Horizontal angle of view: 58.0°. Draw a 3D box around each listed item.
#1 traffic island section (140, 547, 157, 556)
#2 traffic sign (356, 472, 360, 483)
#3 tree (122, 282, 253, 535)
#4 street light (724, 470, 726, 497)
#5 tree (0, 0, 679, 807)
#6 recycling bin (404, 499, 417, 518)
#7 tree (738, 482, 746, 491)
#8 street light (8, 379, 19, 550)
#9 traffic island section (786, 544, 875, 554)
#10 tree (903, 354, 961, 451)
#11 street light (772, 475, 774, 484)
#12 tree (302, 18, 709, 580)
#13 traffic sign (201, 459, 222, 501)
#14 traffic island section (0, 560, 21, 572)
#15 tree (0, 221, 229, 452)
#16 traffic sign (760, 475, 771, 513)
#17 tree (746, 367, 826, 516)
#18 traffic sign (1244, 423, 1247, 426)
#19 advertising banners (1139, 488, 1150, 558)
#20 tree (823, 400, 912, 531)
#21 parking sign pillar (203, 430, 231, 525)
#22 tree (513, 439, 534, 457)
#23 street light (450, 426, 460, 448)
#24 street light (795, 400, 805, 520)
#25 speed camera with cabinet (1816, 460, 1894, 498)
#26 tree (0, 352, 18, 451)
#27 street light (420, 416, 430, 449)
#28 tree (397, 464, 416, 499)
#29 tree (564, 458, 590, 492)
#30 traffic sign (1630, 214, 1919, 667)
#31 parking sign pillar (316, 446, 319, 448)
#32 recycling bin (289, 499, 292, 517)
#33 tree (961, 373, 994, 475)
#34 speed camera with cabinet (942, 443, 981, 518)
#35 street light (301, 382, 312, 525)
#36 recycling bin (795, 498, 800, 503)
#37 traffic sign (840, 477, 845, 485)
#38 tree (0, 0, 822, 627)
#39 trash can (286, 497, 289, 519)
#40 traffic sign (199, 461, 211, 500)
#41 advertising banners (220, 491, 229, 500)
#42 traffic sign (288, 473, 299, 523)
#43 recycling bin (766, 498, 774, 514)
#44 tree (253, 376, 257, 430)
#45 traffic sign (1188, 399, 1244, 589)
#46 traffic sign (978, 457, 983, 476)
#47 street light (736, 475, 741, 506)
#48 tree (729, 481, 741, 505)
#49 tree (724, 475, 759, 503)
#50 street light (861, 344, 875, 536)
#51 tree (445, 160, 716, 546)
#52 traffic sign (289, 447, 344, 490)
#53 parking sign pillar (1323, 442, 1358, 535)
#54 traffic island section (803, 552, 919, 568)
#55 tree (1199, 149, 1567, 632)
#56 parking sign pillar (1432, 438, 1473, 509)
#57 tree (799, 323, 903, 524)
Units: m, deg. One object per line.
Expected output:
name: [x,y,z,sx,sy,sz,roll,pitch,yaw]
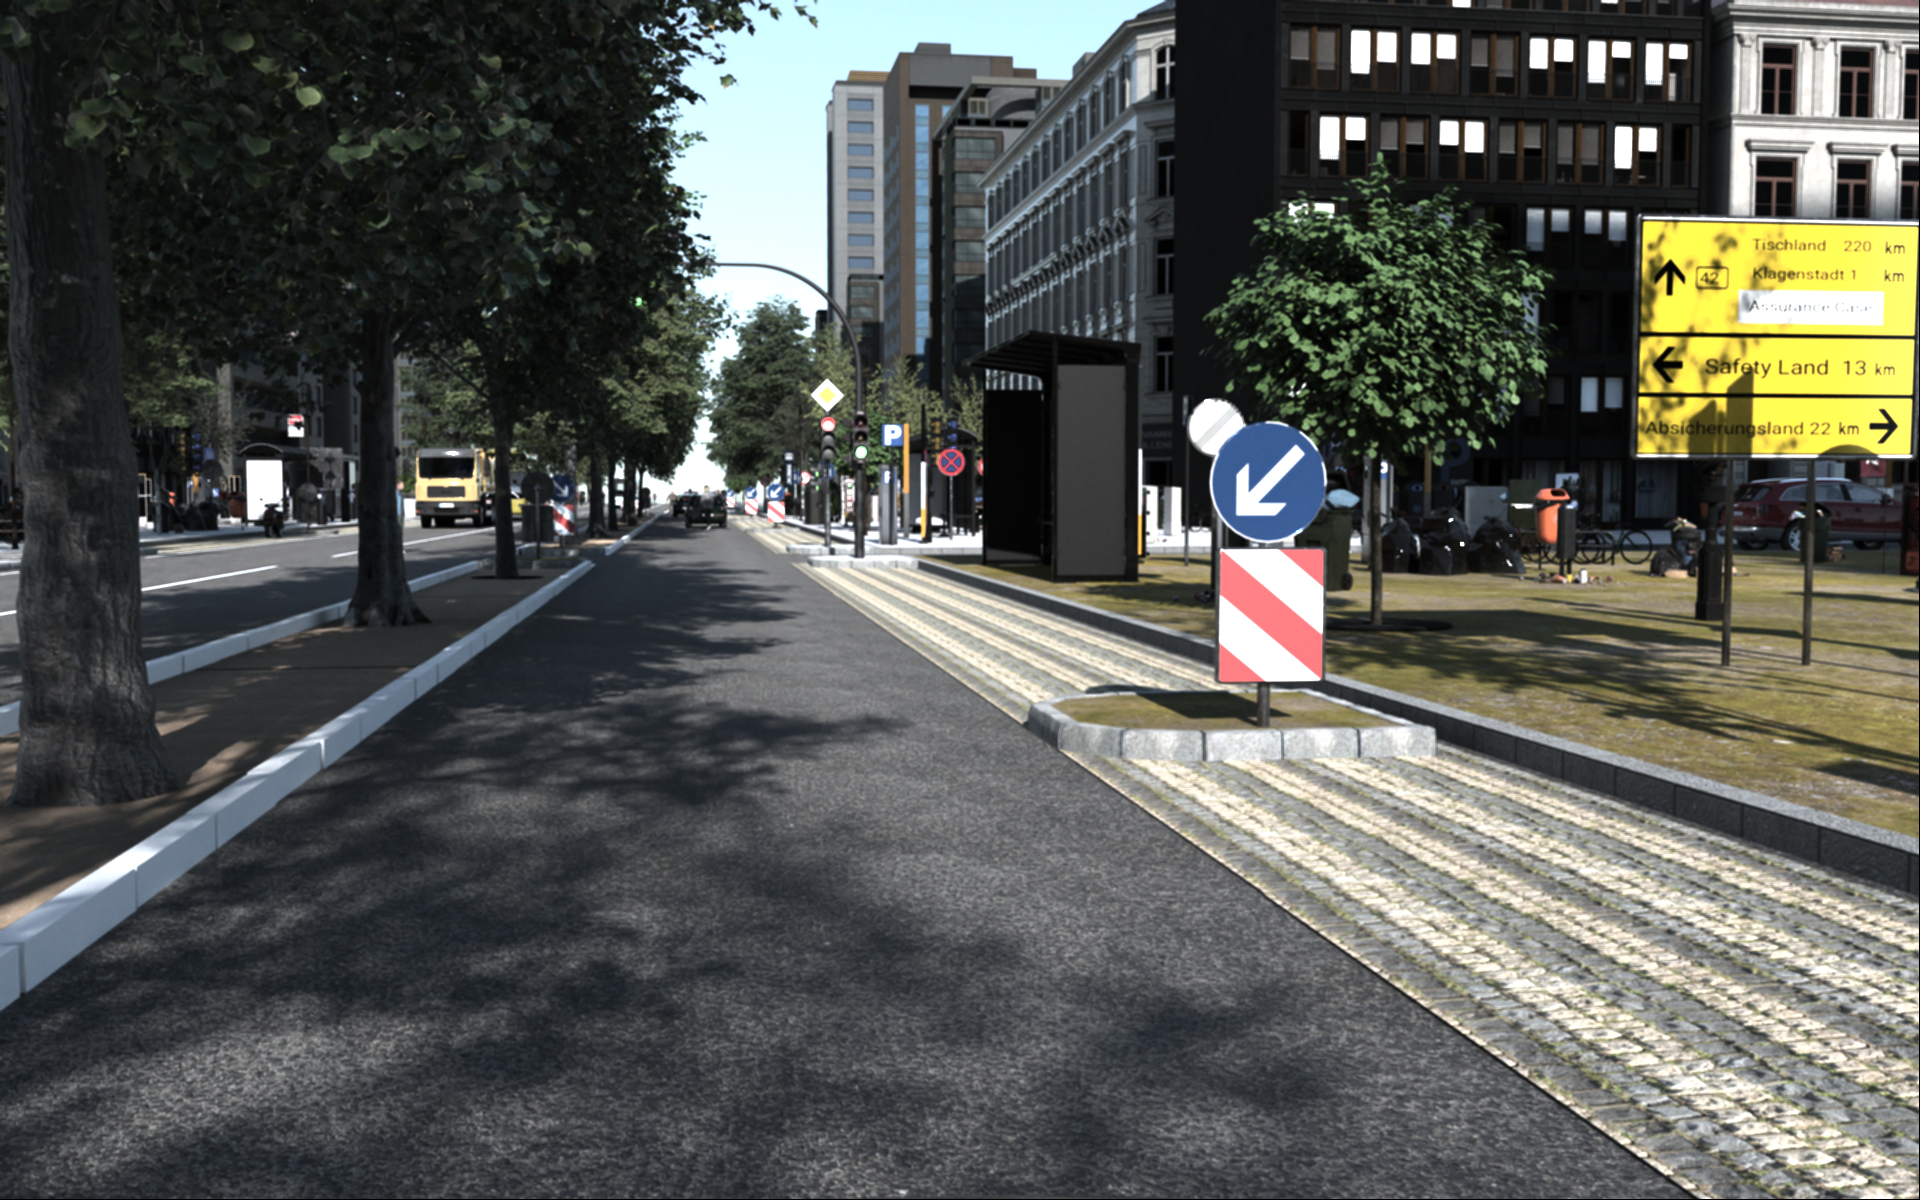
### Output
traffic island section: [-19.866,-1.083,39.983,2.009,0.180,2.903,-1,4,-9]
traffic sign: [-33.741,-5.982,97.919,0.768,2.556,0.104,0,4,-4]
tree: [-25.239,-6.341,54.037,4.360,8.622,3.978,0,3,0]
street light: [-37.179,-18.448,274.414,0.468,5.910,1.993,-1,4,-9]
tree: [-4.060,-6.028,7.668,9.857,13.997,8.962,0,3,0]
recycling bin: [-30.329,-5.051,95.130,0.722,1.027,0.722,-3,4,-38]
tree: [-21.581,-14.105,180.975,4.360,8.622,3.978,0,3,0]
street light: [-21.870,-4.106,39.918,0.468,5.910,1.993,-1,4,-9]
traffic island section: [-3.223,-1.240,42.551,2.009,0.180,2.903,-1,4,-9]
tree: [-2.596,-8.558,90.279,4.737,8.622,4.395,0,3,0]
street light: [-12.563,-8.776,116.281,0.468,5.910,1.993,-1,4,-9]
tree: [-7.759,-6.159,28.909,9.928,11.665,9.643,0,3,0]
traffic sign: [-27.417,-3.875,63.468,0.768,2.556,0.104,0,4,-7]
traffic island section: [-18.642,-0.600,32.092,2.009,0.180,2.903,-1,4,-9]
tree: [-23.719,-7.868,46.774,7.486,12.596,7.792,0,3,0]
traffic sign: [-13.192,-7.186,117.597,0.768,2.556,0.104,0,4,-7]
tree: [-9.280,-9.155,100.041,4.360,8.622,3.978,0,3,0]
traffic sign: [4.755,-1.836,30.125,0.768,2.556,0.104,0,4,-7]
advertising banners: [3.058,-2.315,34.039,0.090,3.025,2.074,3,5,45]
tree: [-3.094,-4.690,60.397,4.285,4.588,4.351,0,3,0]
parking sign pillar: [-31.200,-5.124,72.244,1.447,3.967,1.447,-2,4,-30]
tree: [-39.737,-12.343,152.167,4.737,8.622,4.395,0,3,0]
street light: [-33.748,-8.743,115.743,0.468,5.910,1.993,-1,4,-9]
street light: [-7.811,-6.854,84.843,0.468,5.910,1.993,-1,4,-9]
speed camera with cabinet: [24.612,-3.269,47.779,0.660,3.252,2.038,-2,4,-34]
tree: [-35.545,-6.837,62.153,4.737,8.622,4.395,0,3,0]
street light: [-31.703,-7.948,102.741,0.468,5.910,1.993,-1,4,-9]
tree: [-31.024,-6.293,97.496,1.663,3.219,1.824,0,3,0]
tree: [-52.921,-17.657,239.053,4.737,8.622,4.395,0,3,0]
traffic sign: [6.017,-1.159,12.821,2.265,3.308,0.079,0,4,-7]
parking sign pillar: [-35.905,-6.630,96.867,1.447,3.967,1.447,-2,4,-35]
recycling bin: [-37.788,-5.189,97.390,0.722,1.027,0.722,2,4,24]
tree: [0.554,-9.422,104.414,4.737,8.622,4.395,0,3,0]
speed camera with cabinet: [-0.164,-4.507,68.029,2.038,3.252,0.660,-2,4,-27]
street light: [-26.850,-6.026,71.320,0.468,5.910,1.993,-1,4,-9]
recycling bin: [-10.672,-6.220,114.259,0.722,1.027,0.722,-2,4,-29]
traffic sign: [-6.737,-6.348,103.797,0.884,2.594,0.081,0,4,-5]
tree: [-6.318,-6.058,18.507,9.611,12.733,9.660,0,3,0]
trash can: [-32.678,-4.384,83.333,0.748,1.137,0.748,0,3,0]
traffic sign: [-28.037,-3.950,64.685,0.768,2.556,0.104,0,4,0]
advertising banners: [-40.228,-6.006,94.385,0.090,3.025,2.074,3,5,41]
traffic sign: [-29.679,-4.737,77.552,0.768,2.556,0.104,0,4,-1]
recycling bin: [-12.308,-6.215,114.168,0.722,1.027,0.722,-3,5,-44]
tree: [-36.890,-8.288,85.870,4.360,8.622,3.978,0,3,0]
traffic sign: [3.424,-1.418,23.285,0.768,2.556,0.104,0,4,-4]
traffic sign: [0.965,-3.433,56.236,0.768,2.556,0.104,0,4,1]
street light: [-27.116,-14.517,210.138,0.468,5.910,1.993,-1,4,-9]
tree: [-26.435,-12.928,205.974,1.663,3.219,1.824,0,3,0]
tree: [-24.799,-13.336,201.762,4.285,4.588,4.351,0,3,0]
street light: [-2.922,-4.928,53.360,0.468,5.910,1.993,-1,4,-9]
tree: [-10.608,-7.751,47.307,7.486,12.596,7.792,0,3,0]
traffic sign: [-28.146,-5.007,75.733,2.265,3.308,0.079,-1,4,-8]
parking sign pillar: [11.780,-4.031,54.378,1.447,3.967,1.447,0,4,-3]
traffic island section: [-1.998,-0.757,34.660,2.009,0.180,2.903,-1,4,-9]
tree: [4.032,-2.021,16.765,4.285,4.588,4.351,0,3,0]
parking sign pillar: [16.653,-4.285,58.524,1.447,3.967,1.447,-1,4,-13]
tree: [-4.960,-7.567,74.079,4.737,8.622,4.395,0,3,0]
